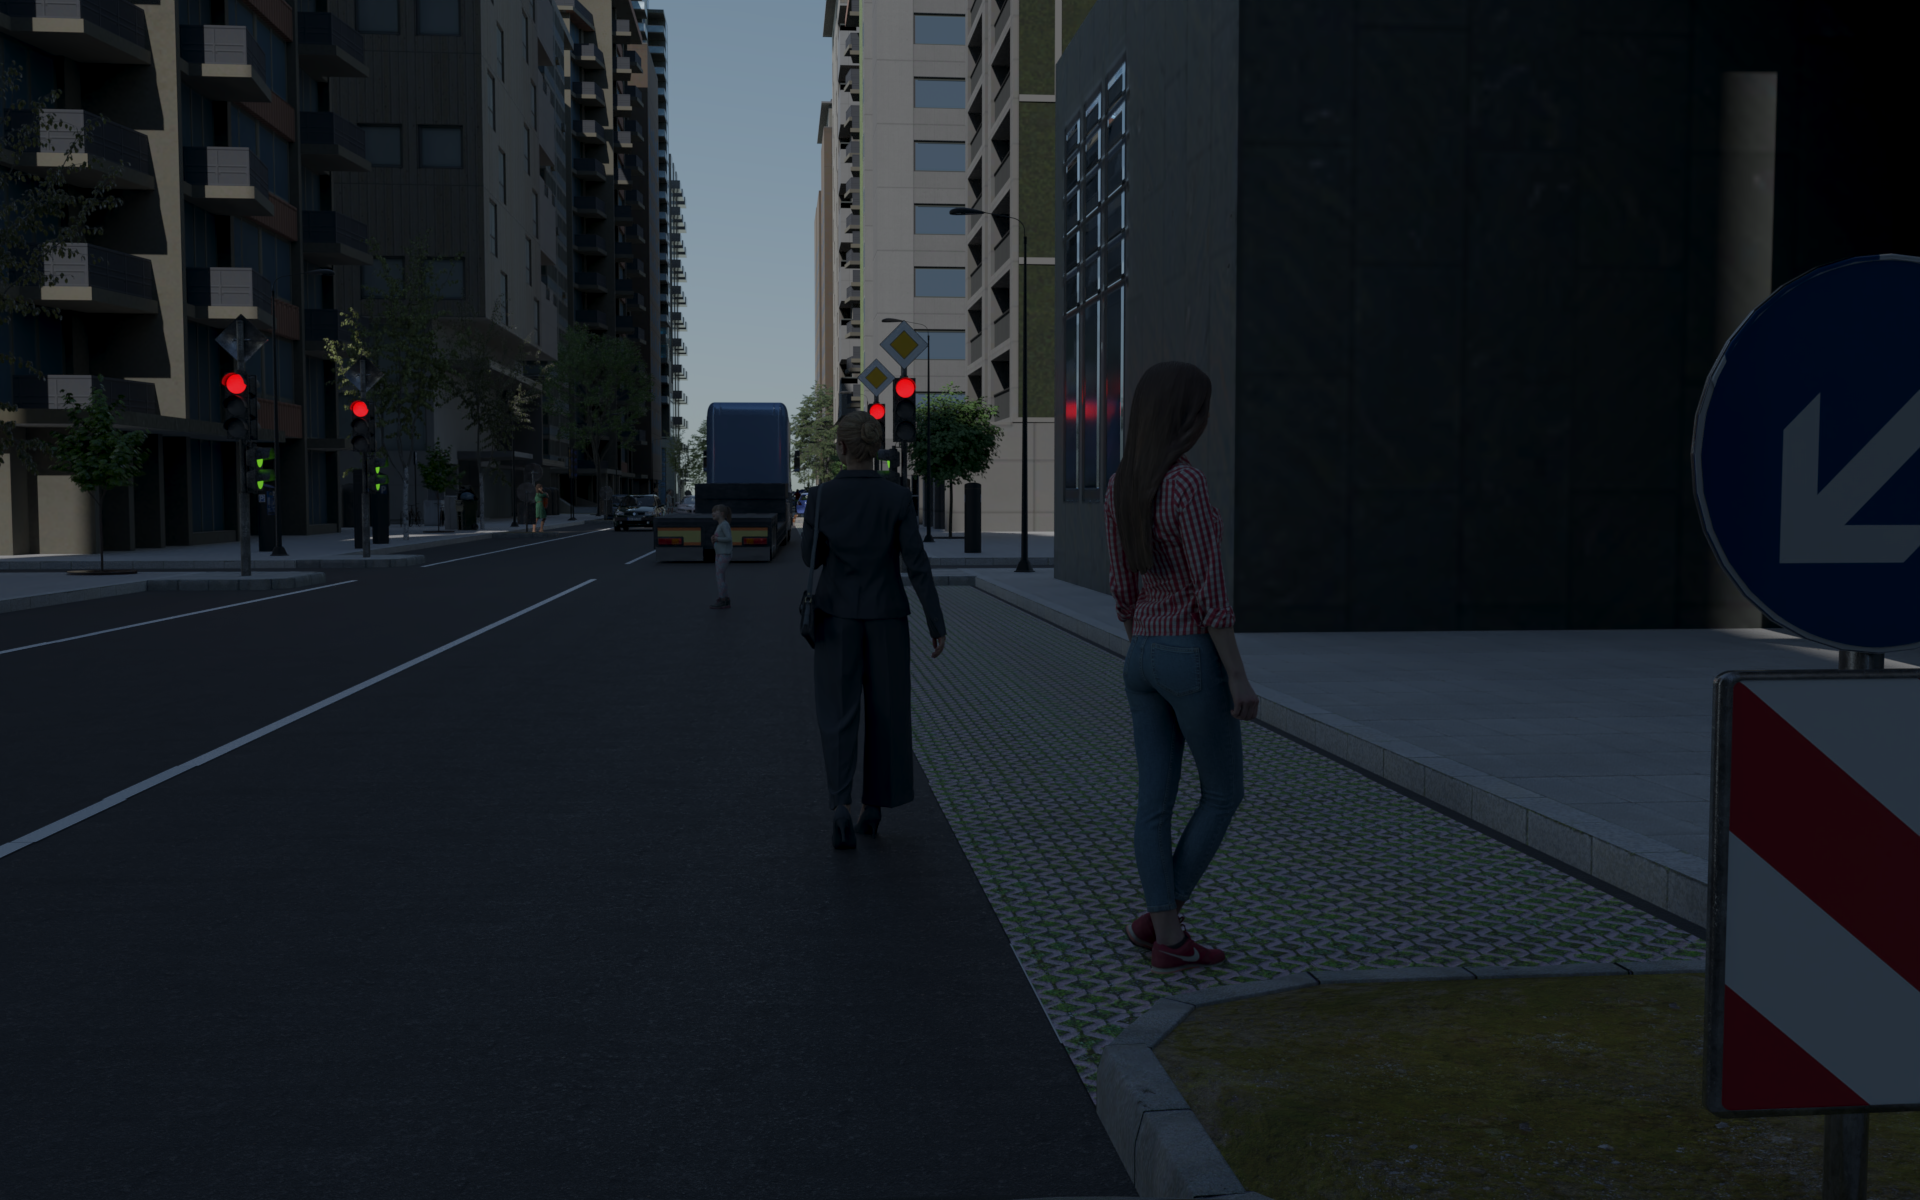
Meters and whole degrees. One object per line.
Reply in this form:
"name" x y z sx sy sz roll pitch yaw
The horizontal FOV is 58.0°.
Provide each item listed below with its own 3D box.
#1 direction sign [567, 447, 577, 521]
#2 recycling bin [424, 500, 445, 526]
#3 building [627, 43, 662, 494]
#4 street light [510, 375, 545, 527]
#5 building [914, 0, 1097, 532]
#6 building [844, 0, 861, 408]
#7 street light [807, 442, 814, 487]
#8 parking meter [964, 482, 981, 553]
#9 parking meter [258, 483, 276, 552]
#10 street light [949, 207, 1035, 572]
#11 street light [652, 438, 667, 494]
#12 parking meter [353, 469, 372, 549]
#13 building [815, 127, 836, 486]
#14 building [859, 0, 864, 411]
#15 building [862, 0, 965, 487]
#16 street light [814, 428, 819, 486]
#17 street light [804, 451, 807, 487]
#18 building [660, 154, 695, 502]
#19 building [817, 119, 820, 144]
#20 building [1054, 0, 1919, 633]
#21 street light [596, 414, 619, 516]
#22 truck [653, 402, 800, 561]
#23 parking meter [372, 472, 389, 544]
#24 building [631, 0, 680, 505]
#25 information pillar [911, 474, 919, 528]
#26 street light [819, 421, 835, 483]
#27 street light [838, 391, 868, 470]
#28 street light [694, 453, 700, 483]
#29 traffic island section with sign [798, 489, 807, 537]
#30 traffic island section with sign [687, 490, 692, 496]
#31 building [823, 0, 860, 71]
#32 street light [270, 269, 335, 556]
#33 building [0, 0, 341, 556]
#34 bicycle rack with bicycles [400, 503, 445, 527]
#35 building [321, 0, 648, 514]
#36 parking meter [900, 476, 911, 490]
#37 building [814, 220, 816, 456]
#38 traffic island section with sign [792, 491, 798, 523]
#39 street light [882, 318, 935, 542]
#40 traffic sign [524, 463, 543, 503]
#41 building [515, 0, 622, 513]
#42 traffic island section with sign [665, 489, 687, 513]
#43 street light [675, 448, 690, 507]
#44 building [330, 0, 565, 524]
"direction sign" -19.245 -5.758 86.141 0.379 3.537 0.876 1 4 13
"recycling bin" -21.203 -3.512 69.972 0.722 1.027 0.722 0 4 0
"building" -36.782 -31.747 169.167 14.600 45.320 14.200 0 4 -6
"street light" -16.889 -5.817 67.646 1.470 5.913 1.316 0 4 -6
"building" 9.244 -38.155 62.081 20.563 71.187 20.611 0 4 -6
"building" 1.645 -29.989 144.937 22.147 44.769 28.867 0 4 -6
"street light" -12.664 -11.122 154.383 1.470 5.913 1.316 0 4 -6
"parking meter" 0.279 -1.790 37.684 0.372 1.533 0.369 0 3 0
"parking meter" -15.452 -1.848 38.620 0.372 1.533 0.369 0 3 0
"street light" 0.523 -3.409 28.271 1.470 5.913 1.316 0 4 -6
"street light" -24.895 -10.445 143.311 1.470 5.913 1.316 0 4 -6
"parking meter" -14.092 -2.142 40.735 0.255 1.863 0.399 0 4 -6
"building" -9.459 -34.085 207.404 14.600 45.320 14.200 0 4 -6
"building" -0.150 -26.870 122.920 14.154 41.232 14.086 0 4 -6
"building" 5.018 -33.959 97.221 21.231 58.520 28.212 0 4 -6
"street light" -9.421 -9.179 122.617 1.470 5.913 1.316 0 4 -6
"street light" -16.005 -13.089 186.542 1.470 5.913 1.316 0 4 -6
"building" -49.091 -37.831 238.139 23.786 49.044 30.456 0 4 -6
"building" -4.087 -39.122 228.877 28.713 52.752 27.495 0 4 -6
"building" 14.140 -42.622 9.543 22.319 86.520 31.000 0 4 -6
"street light" -20.347 -7.788 99.883 1.470 5.913 1.316 0 4 -6
"truck" -5.789 -3.376 44.955 2.967 4.110 18.799 0 4 -4
"parking meter" -14.898 -2.374 44.524 0.255 1.863 0.399 2 4 27
"building" -44.746 -54.664 206.431 22.319 86.520 31.000 0 4 -6
"information pillar" -1.680 -3.700 64.984 0.304 2.012 0.304 0 4 -1
"street light" -8.031 -8.414 110.109 1.470 5.913 1.316 0 4 -6
"street light" -4.714 -6.472 78.351 1.470 5.913 1.316 0 4 -6
"street light" -30.098 -13.518 193.566 1.470 5.913 1.316 0 4 -6
"traffic island section with sign" -4.370 -3.041 58.349 1.989 1.847 2.006 0 4 -6
"traffic island section with sign" -25.279 -9.347 161.449 1.989 1.847 2.006 0 4 -6
"building" 1.136 -35.699 172.921 28.713 52.752 27.495 0 4 -6
"street light" -13.613 -3.874 35.883 1.470 5.913 1.316 0 4 -6
"building" -29.336 -24.007 47.134 22.147 44.769 28.867 0 4 -6
"bicycle rack with bicycles" -20.673 -3.335 67.906 2.852 0.926 2.925 0 4 -6
"building" -38.500 -30.118 147.046 22.147 44.769 28.867 0 4 -6
"parking meter" -1.844 -3.170 57.546 0.255 1.863 0.399 3 4 39
"building" -13.443 -36.632 249.051 14.600 45.320 14.200 0 4 -6
"traffic island section with sign" -7.205 -4.701 85.484 1.989 1.847 2.006 0 4 -6
"street light" -1.370 -4.485 45.876 1.470 5.913 1.316 0 4 -6
"traffic sign" -17.511 -4.343 71.106 0.768 2.556 0.104 0 4 -5
"building" -40.495 -26.187 120.040 32.217 40.220 23.993 0 4 -6
"traffic island section with sign" -22.465 -7.707 134.640 1.989 1.847 2.006 0 4 -6
"street light" -28.181 -12.387 175.073 1.470 5.913 1.316 0 4 -6
"building" -34.461 -30.179 82.666 28.713 52.752 27.495 0 4 -6
